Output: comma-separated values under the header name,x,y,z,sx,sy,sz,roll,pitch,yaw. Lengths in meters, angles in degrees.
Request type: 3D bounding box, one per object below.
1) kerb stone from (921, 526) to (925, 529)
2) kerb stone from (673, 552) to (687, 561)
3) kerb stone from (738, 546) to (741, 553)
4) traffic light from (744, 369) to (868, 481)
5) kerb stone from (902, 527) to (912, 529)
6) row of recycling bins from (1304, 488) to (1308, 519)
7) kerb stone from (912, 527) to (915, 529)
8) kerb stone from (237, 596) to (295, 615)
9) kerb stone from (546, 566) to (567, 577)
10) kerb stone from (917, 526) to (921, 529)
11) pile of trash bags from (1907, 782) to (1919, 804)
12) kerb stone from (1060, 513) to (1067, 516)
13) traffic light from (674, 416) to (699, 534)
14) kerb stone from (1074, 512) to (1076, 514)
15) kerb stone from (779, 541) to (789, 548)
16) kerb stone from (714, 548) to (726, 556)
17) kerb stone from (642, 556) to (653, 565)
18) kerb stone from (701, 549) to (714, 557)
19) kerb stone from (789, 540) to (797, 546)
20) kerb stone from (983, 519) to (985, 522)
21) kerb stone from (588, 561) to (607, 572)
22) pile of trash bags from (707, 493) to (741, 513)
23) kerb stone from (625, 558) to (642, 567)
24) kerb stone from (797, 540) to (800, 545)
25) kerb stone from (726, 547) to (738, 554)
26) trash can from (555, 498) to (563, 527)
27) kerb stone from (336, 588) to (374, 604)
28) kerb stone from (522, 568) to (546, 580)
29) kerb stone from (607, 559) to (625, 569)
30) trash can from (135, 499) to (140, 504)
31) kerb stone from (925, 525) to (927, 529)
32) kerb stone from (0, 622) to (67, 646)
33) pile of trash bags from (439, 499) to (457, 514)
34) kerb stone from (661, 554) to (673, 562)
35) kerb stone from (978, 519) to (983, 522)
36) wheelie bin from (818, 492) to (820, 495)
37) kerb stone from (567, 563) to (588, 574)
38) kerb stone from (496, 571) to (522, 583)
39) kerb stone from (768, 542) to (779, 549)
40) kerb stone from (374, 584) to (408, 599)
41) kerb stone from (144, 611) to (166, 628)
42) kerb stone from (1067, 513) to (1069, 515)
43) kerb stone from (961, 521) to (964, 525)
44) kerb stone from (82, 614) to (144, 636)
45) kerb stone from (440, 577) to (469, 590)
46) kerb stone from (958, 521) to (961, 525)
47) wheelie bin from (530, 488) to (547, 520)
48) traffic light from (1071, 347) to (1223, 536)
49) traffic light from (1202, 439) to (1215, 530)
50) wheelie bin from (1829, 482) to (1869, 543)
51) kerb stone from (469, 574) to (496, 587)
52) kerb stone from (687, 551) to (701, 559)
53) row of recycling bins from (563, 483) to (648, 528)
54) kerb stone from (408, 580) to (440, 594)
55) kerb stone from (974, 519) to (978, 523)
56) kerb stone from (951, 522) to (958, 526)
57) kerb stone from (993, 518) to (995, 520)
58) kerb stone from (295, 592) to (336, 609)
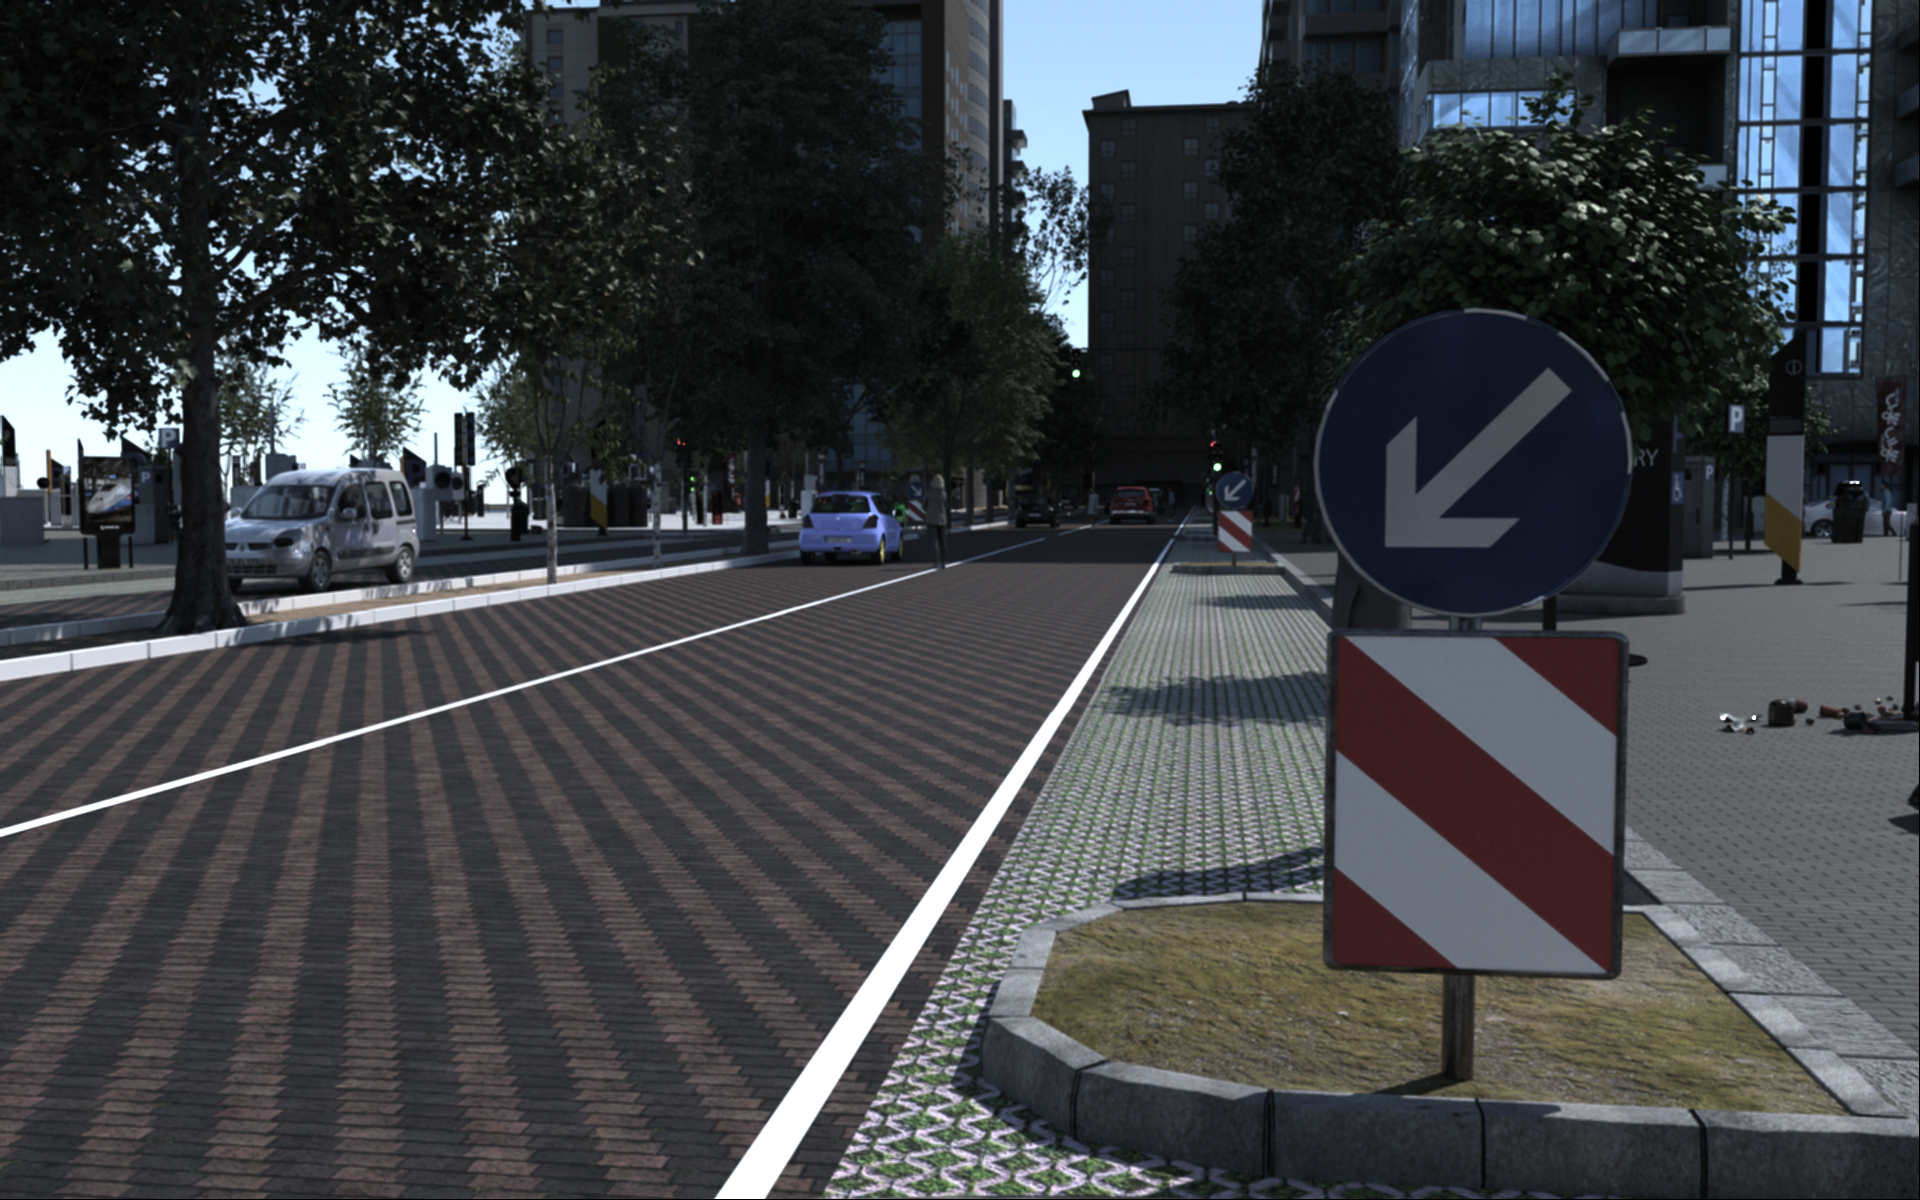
name,x,y,z,sx,sy,sz,roll,pitch,yaw
kerb stone,-1.625,-2.873,69.172,0.120,0.150,1.000,0,4,8
kerb stone,-6.113,-0.917,37.181,0.120,0.150,1.000,0,4,8
kerb stone,-5.391,-1.219,42.252,0.120,0.150,1.000,0,4,8
traffic light,-5.655,-5.426,63.383,4.771,5.953,1.251,0,4,8
kerb stone,-2.052,-2.686,66.106,0.120,0.150,1.000,0,4,8
row of recycling bins,18.184,-4.895,87.140,1.069,1.692,3.534,0,4,-5
kerb stone,-1.913,-2.747,67.135,0.120,0.150,1.000,0,4,8
kerb stone,-8.380,0.079,20.927,0.120,0.150,1.000,0,4,8
kerb stone,-7.100,-0.481,30.058,0.120,0.150,1.000,0,4,8
kerb stone,-1.771,-2.808,68.158,0.120,0.150,1.000,0,4,8
pile of trash bags,4.833,0.242,5.788,1.912,1.369,3.447,0,4,2
kerb stone,6.837,-5.645,114.493,0.120,0.150,1.000,0,4,8
traffic light,-8.846,-4.086,55.729,0.839,4.253,0.868,0,4,8
kerb stone,7.840,-6.079,121.596,0.120,0.150,1.000,0,4,8
kerb stone,-4.826,-1.475,46.310,0.120,0.150,1.000,0,4,8
kerb stone,-5.679,-1.103,40.228,0.120,0.150,1.000,0,4,8
kerb stone,-6.393,-0.787,35.153,0.120,0.150,1.000,0,4,8
kerb stone,-5.821,-1.041,39.213,0.120,0.150,1.000,0,4,8
kerb stone,-4.686,-1.537,47.328,0.120,0.150,1.000,0,4,8
kerb stone,1.066,-4.051,88.424,0.120,0.150,1.000,0,4,8
kerb stone,-6.822,-0.605,32.086,0.120,0.150,1.000,0,4,8
pile of trash bags,-16.110,-6.715,119.548,1.912,1.369,3.447,1,4,23
kerb stone,-6.537,-0.730,34.137,0.120,0.150,1.000,0,4,8
kerb stone,-4.542,-1.598,48.344,0.120,0.150,1.000,0,4,8
kerb stone,-5.541,-1.164,41.240,0.120,0.150,1.000,0,4,8
trash can,-15.664,-3.419,67.557,0.748,1.137,0.748,0,3,0
kerb stone,-8.099,-0.046,22.951,0.120,0.150,1.000,0,4,8
kerb stone,-7.239,-0.419,29.046,0.120,0.150,1.000,0,4,8
kerb stone,-6.671,-0.665,33.116,0.120,0.150,1.000,0,4,8
trash can,-22.665,-2.200,47.630,0.748,1.137,0.748,0,3,0
kerb stone,-1.486,-2.932,70.187,0.120,0.150,1.000,0,4,8
kerb stone,-8.951,0.327,16.853,0.120,0.150,1.000,0,4,8
pile of trash bags,-31.949,-5.759,103.909,1.912,1.369,3.447,1,4,22
kerb stone,-6.248,-0.853,36.165,0.120,0.150,1.000,0,4,8
kerb stone,0.926,-3.987,87.411,0.120,0.150,1.000,0,4,8
wheelie bin,-10.128,-6.875,120.320,0.980,1.594,0.693,2,4,28
kerb stone,-6.955,-0.543,31.070,0.120,0.150,1.000,0,4,8
kerb stone,-7.389,-0.357,28.028,0.120,0.150,1.000,0,4,8
kerb stone,-4.974,-1.413,45.297,0.120,0.150,1.000,0,4,8
kerb stone,-7.954,-0.106,23.963,0.120,0.150,1.000,0,4,8
kerb stone,-8.667,0.202,18.886,0.120,0.150,1.000,0,4,8
kerb stone,6.977,-5.707,115.505,0.120,0.150,1.000,0,4,8
kerb stone,-0.061,-3.546,80.317,0.120,0.150,1.000,0,4,8
kerb stone,-8.807,0.268,17.867,0.120,0.150,1.000,0,4,8
kerb stone,-7.674,-0.232,25.990,0.120,0.150,1.000,0,4,8
kerb stone,-0.207,-3.493,79.303,0.120,0.150,1.000,0,4,8
wheelie bin,-20.891,-4.786,86.165,0.980,1.594,0.693,0,4,6
traffic light,5.821,-4.825,53.558,4.771,5.953,1.251,0,4,8
traffic light,9.012,-4.428,61.317,0.839,4.253,0.868,0,4,8
wheelie bin,23.398,-2.300,45.508,0.980,1.594,0.693,0,4,-2
kerb stone,-7.533,-0.294,27.002,0.120,0.150,1.000,0,4,8
kerb stone,-5.966,-0.976,38.199,0.120,0.150,1.000,0,4,8
row of recycling bins,-13.598,-3.646,66.719,3.534,1.692,1.069,-3,5,-43
kerb stone,-7.815,-0.170,24.978,0.120,0.150,1.000,0,4,8
kerb stone,0.643,-3.861,85.386,0.120,0.150,1.000,0,4,8
kerb stone,-0.351,-3.428,78.289,0.120,0.150,1.000,0,4,8
kerb stone,1.636,-4.297,92.476,0.120,0.150,1.000,0,4,8
kerb stone,-8.239,0.016,21.939,0.120,0.150,1.000,0,4,8
